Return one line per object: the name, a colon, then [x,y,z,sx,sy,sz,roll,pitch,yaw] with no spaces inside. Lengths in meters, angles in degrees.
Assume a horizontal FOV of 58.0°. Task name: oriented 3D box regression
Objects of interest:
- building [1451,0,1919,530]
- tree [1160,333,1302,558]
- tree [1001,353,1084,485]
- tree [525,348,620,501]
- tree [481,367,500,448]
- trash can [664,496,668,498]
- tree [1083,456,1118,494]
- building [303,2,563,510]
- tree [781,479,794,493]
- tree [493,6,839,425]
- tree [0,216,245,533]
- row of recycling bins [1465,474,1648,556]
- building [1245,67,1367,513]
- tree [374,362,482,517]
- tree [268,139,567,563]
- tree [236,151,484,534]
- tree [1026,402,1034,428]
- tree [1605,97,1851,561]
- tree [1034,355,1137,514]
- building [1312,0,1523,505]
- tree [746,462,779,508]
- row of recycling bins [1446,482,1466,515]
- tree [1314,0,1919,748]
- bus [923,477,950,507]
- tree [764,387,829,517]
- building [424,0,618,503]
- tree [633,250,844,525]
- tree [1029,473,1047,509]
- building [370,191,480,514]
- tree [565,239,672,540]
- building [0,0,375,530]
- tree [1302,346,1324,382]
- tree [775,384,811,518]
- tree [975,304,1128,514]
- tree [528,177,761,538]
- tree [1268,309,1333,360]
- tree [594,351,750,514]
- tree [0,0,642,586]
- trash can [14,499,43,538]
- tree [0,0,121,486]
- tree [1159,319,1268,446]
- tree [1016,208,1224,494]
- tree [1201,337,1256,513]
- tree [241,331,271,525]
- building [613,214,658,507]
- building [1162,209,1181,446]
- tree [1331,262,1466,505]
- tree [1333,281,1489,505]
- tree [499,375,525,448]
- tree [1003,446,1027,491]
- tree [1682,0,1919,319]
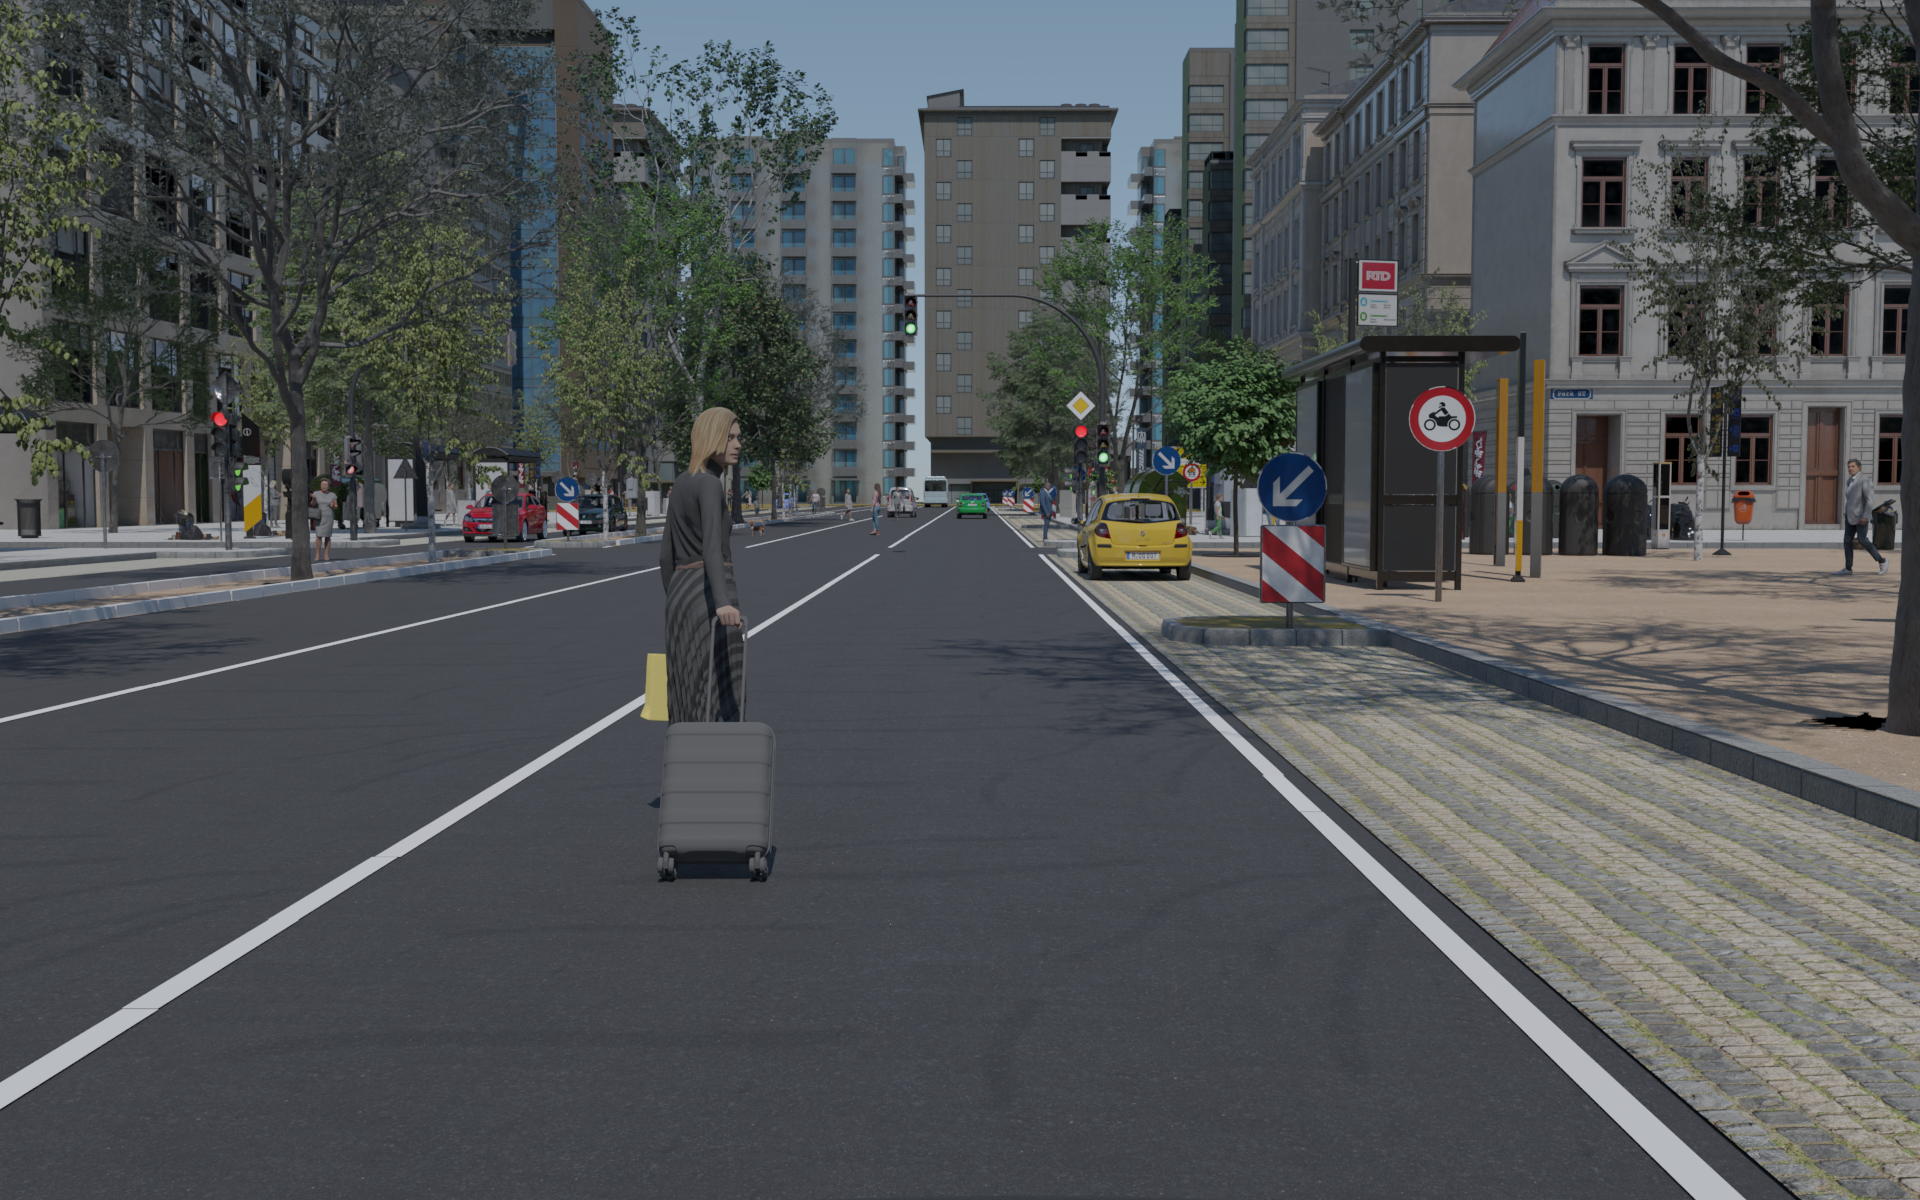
building: [30.751,-14.052,65.909,21.152,22.565,11.583,0,4,1]
tree: [5.763,-3.172,35.581,4.285,4.588,4.351,0,3,0]
tree: [6.843,-13.523,139.220,7.486,12.596,7.792,0,3,0]
tree: [-19.096,-8.308,86.202,4.360,8.622,3.978,0,3,0]
tree: [-28.445,-8.961,96.867,4.360,8.622,3.978,0,3,0]
trash can: [-20.278,-6.668,120.670,0.748,1.137,0.748,0,3,0]
tree: [6.096,-4.950,75.533,1.663,3.219,1.824,0,3,0]
building: [-48.751,-27.079,134.623,32.217,40.220,23.993,0,4,1]
tree: [-17.823,-11.215,177.971,1.663,3.219,1.824,0,3,0]
tree: [-11.442,-12.841,68.291,12.611,20.169,13.585,0,3,0]
tree: [-27.551,-7.480,56.711,7.601,10.594,8.767,0,4,-2]
row of recycling bins: [12.544,-1.789,36.359,3.534,1.692,1.069,1,4,14]
building: [26.536,-19.949,112.071,13.634,28.700,20.117,0,4,1]
tree: [-25.220,-7.948,80.314,4.360,8.622,3.978,0,3,0]
tree: [-10.841,-5.040,35.216,4.737,8.622,4.395,0,3,0]
tree: [-19.089,-8.406,55.565,7.486,12.596,7.792,0,3,0]
tree: [6.572,-10.910,128.735,4.360,8.622,3.978,0,3,0]
tree: [14.439,-5.058,33.058,4.360,8.622,3.978,0,3,0]
tree: [6.944,-8.550,90.157,4.360,8.622,3.978,0,3,0]
building: [26.676,-17.876,89.542,12.463,27.353,25.104,0,4,1]
tree: [-18.624,-10.955,162.822,4.285,4.588,4.351,0,3,0]
row of recycling bins: [15.939,-2.678,50.890,3.534,1.692,1.069,1,4,18]
tree: [5.021,-6.023,8.852,12.009,13.543,11.850,0,3,0]
bus: [-2.582,-11.895,189.342,2.948,3.499,13.247,0,3,0]
tree: [-10.410,-9.634,110.333,4.360,8.622,3.978,0,3,0]
building: [-38.928,-30.785,153.439,14.600,45.320,14.200,0,4,1]
tree: [-10.334,-9.810,79.852,9.611,12.733,9.660,0,3,0]
tree: [6.609,-9.423,148.673,1.663,3.219,1.824,0,3,0]
building: [-38.218,-16.536,106.528,11.583,22.565,21.152,0,4,1]
tree: [-10.014,-5.864,48.698,4.737,8.622,4.395,0,3,0]
building: [-42.220,-16.761,78.564,19.350,26.468,34.151,0,4,1]
tree: [16.909,-7.585,74.381,4.360,8.622,3.978,0,3,0]
tree: [-10.313,-9.078,101.241,4.737,8.622,4.395,0,3,0]
tree: [6.099,-12.613,112.878,9.857,13.997,8.962,0,3,0]
tree: [-10.304,-7.817,56.028,9.928,11.665,9.643,0,3,0]
tree: [14.452,-7.078,66.092,4.737,8.622,4.395,0,3,0]
tree: [-19.530,-10.850,111.806,7.601,10.594,8.767,3,5,41]
tree: [-10.286,-6.959,26.604,12.009,13.543,11.850,0,3,0]
trash can: [-26.984,-2.358,50.204,0.748,1.137,0.748,0,3,0]
tree: [-10.857,-4.005,18.301,4.737,8.622,4.395,0,3,0]
tree: [14.196,-9.698,92.977,7.601,10.594,8.767,0,4,4]
tree: [5.944,-8.465,64.159,9.928,11.665,9.643,0,3,0]
tree: [13.881,-7.975,80.746,4.737,8.622,4.395,0,3,0]
tree: [-28.857,-7.451,72.189,4.737,8.622,4.395,0,3,0]
building: [-38.736,-24.854,178.069,14.107,30.474,14.160,0,4,1]
building: [27.498,-24.797,177.129,14.160,30.474,14.107,0,4,1]
tree: [14.008,-6.364,54.406,4.360,8.622,3.978,0,3,0]
tree: [16.104,-6.681,59.604,4.737,8.622,4.395,0,3,0]
tree: [-28.691,-9.511,105.874,4.360,8.622,3.978,0,3,0]
tree: [6.831,-14.465,186.857,4.737,8.622,4.395,0,3,0]
tree: [12.449,-5.263,20.460,7.601,10.594,8.767,1,4,15]
